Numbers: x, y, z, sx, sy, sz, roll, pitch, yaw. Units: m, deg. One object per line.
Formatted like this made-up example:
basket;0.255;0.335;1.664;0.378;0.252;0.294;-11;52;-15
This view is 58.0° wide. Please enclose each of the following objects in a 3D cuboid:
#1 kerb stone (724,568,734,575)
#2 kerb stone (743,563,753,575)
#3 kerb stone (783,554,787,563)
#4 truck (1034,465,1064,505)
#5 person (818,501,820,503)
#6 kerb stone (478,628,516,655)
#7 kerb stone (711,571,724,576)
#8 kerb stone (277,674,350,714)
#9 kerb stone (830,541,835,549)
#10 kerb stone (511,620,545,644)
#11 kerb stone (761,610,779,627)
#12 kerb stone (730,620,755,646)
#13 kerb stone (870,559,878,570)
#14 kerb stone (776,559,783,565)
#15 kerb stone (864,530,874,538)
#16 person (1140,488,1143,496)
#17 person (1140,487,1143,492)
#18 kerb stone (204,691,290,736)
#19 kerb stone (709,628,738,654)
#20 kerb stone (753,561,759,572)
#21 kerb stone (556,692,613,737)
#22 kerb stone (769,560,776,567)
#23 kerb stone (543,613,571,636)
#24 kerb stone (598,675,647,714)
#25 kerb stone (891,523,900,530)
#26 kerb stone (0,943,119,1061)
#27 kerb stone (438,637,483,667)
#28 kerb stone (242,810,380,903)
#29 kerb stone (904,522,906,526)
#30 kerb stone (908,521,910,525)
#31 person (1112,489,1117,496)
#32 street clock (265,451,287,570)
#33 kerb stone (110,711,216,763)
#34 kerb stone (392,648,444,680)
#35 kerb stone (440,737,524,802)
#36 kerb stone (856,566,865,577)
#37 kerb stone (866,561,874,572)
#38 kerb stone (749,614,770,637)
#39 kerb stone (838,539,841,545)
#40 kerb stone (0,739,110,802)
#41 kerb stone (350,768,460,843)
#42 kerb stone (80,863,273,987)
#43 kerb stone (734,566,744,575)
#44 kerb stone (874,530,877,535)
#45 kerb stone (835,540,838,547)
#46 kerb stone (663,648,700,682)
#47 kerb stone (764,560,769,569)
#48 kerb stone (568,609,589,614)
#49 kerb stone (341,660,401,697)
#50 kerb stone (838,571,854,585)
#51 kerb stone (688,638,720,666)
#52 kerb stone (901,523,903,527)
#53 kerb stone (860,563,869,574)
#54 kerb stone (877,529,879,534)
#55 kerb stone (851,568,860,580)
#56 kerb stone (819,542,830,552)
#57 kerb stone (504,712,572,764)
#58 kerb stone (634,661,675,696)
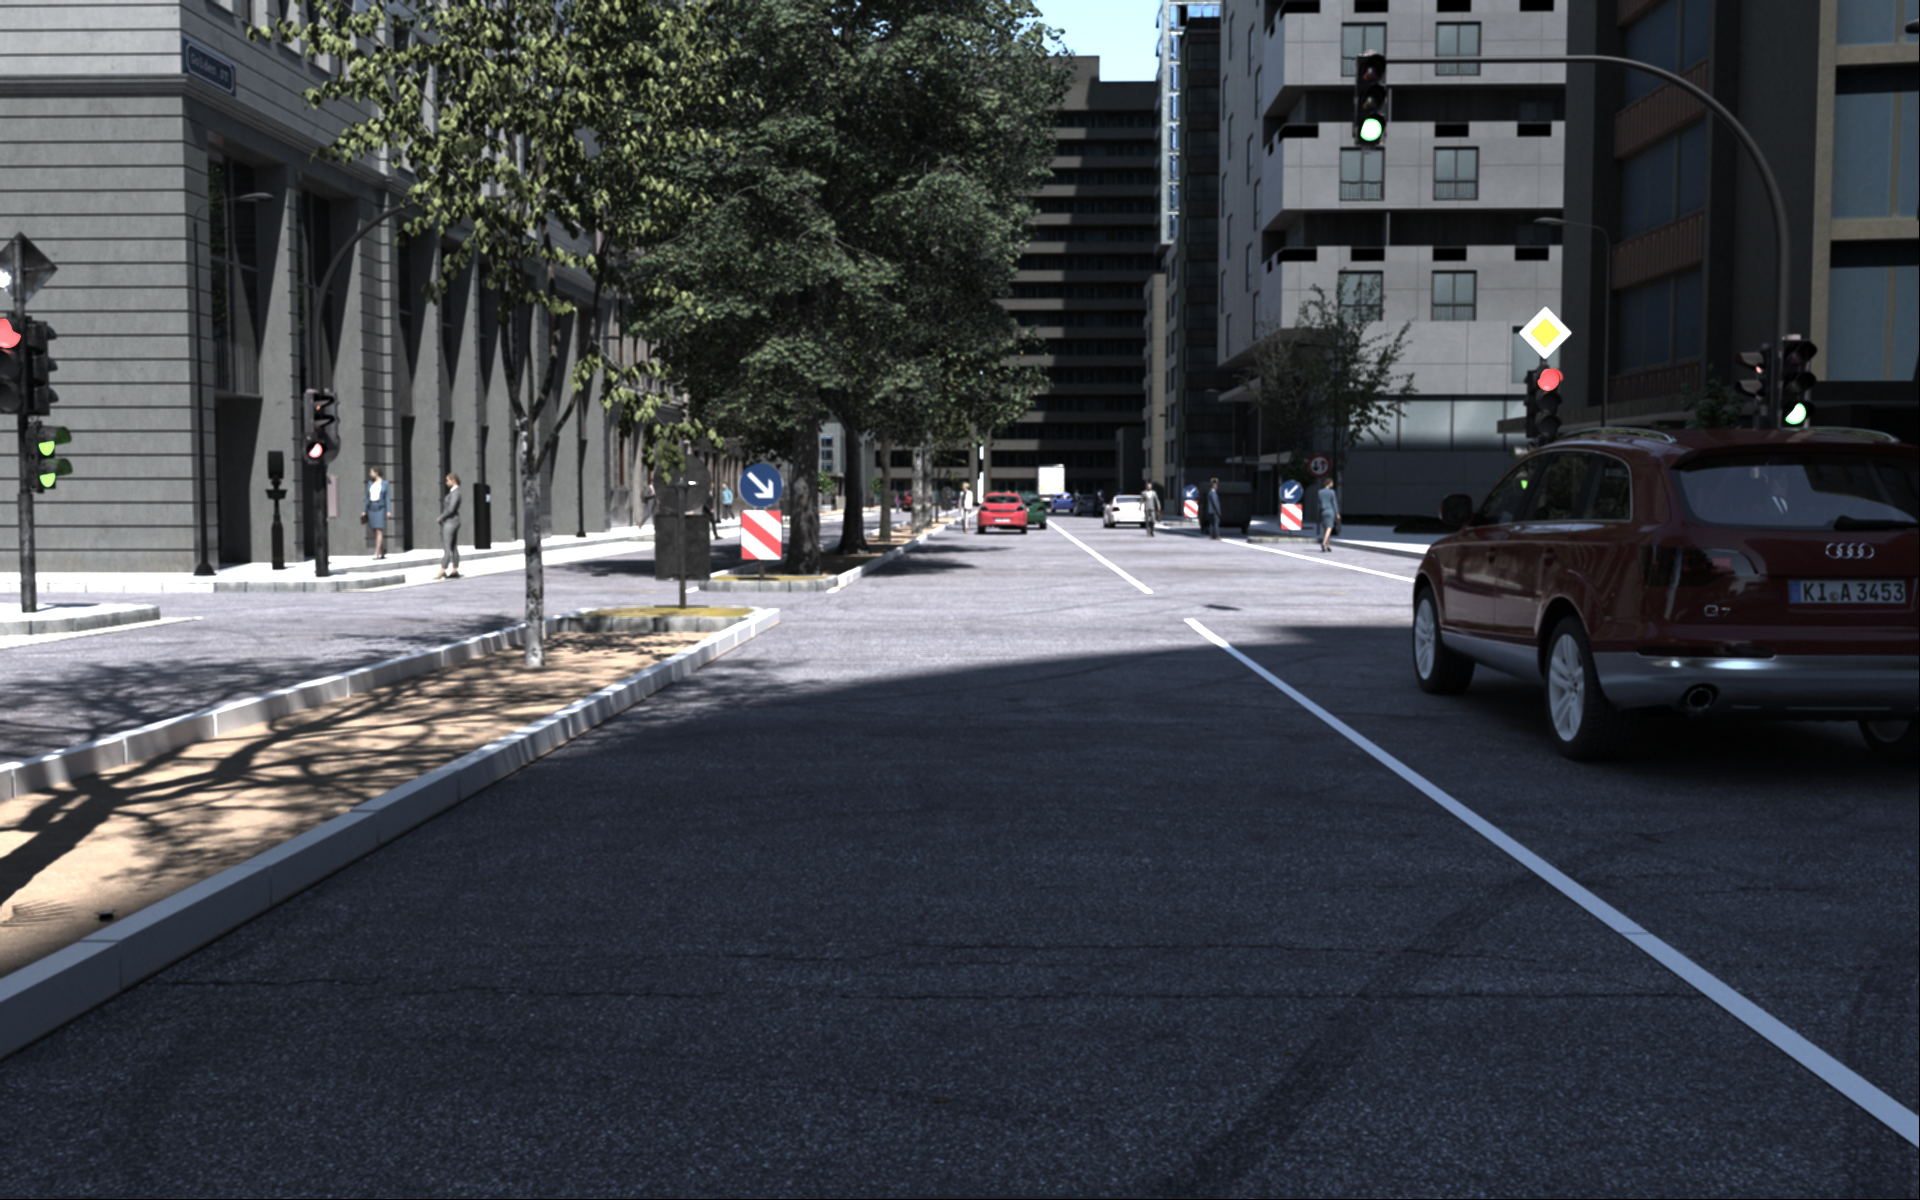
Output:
kerb stone;-3.912;-0.392;28.609;0.120;0.150;1.000;0;4;2
kerb stone;-3.845;-0.518;30.662;0.120;0.150;1.000;0;4;2
kerb stone;-3.705;-0.831;35.800;0.120;0.150;1.000;0;4;2
truck;8.845;-11.146;171.153;2.839;4.237;11.283;0;4;1
person;-9.659;-6.328;112.765;1.065;1.426;0.557;-1;4;-15
kerb stone;-4.273;0.392;15.781;0.120;0.150;1.000;0;4;2
kerb stone;-3.936;-0.330;27.587;0.120;0.150;1.000;0;4;2
kerb stone;-4.387;0.643;11.688;0.120;0.150;1.000;0;4;2
kerb stone;-3.438;-1.393;45.016;0.120;0.150;1.000;0;4;2
kerb stone;-4.252;0.329;16.811;0.120;0.150;1.000;0;4;2
kerb stone;-2.088;0.212;18.814;0.120;0.150;1.000;0;4;2
kerb stone;-2.145;0.333;16.759;0.120;0.150;1.000;0;4;2
kerb stone;-1.690;-0.640;32.657;0.120;0.150;1.000;0;4;2
kerb stone;-3.735;-0.763;34.776;0.120;0.150;1.000;0;4;2
kerb stone;-3.069;-2.209;58.315;0.120;0.150;1.000;0;4;2
person;14.305;-7.862;135.302;0.721;1.736;1.217;-1;4;-14
person;14.506;-8.072;138.038;0.705;1.821;1.348;1;4;13
kerb stone;-4.410;0.705;10.663;0.120;0.150;1.000;0;4;2
kerb stone;-2.176;0.395;15.736;0.120;0.150;1.000;0;4;2
kerb stone;-3.825;-0.579;31.685;0.120;0.150;1.000;0;4;2
kerb stone;-2.316;0.709;10.608;0.120;0.150;1.000;0;4;2
kerb stone;-3.768;-0.706;33.746;0.120;0.150;1.000;0;4;2
kerb stone;-4.216;0.270;17.841;0.120;0.150;1.000;0;4;2
kerb stone;-2.285;0.649;11.630;0.120;0.150;1.000;0;4;2
kerb stone;-2.689;-3.023;71.626;0.120;0.150;1.000;0;4;2
kerb stone;-2.480;1.085;4.461;0.120;0.150;1.000;0;4;2
kerb stone;-4.299;0.455;14.753;0.120;0.150;1.000;0;4;2
kerb stone;-2.433;0.964;6.506;0.120;0.150;1.000;0;4;2
kerb stone;-2.573;-3.273;75.713;0.120;0.150;1.000;0;4;2
kerb stone;-2.491;-3.462;78.800;0.120;0.150;1.000;0;4;2
person;15.104;-9.858;167.752;0.750;1.759;0.617;-2;4;-25
street clock;-11.520;-1.507;29.205;0.358;2.002;0.471;-1;4;-18
kerb stone;-4.443;0.768;9.641;0.120;0.150;1.000;0;4;2
kerb stone;-4.331;0.518;13.731;0.120;0.150;1.000;0;4;2
kerb stone;-2.368;0.834;8.559;0.120;0.150;1.000;0;4;2
kerb stone;-1.773;-0.444;29.582;0.120;0.150;1.000;0;4;2
kerb stone;-1.716;-0.570;31.631;0.120;0.150;1.000;0;4;2
kerb stone;-2.106;0.275;17.792;0.120;0.150;1.000;0;4;2
kerb stone;-3.377;-1.521;47.059;0.120;0.150;1.000;0;4;2
kerb stone;-4.476;0.836;8.620;0.120;0.150;1.000;0;4;2
kerb stone;-2.406;0.896;7.538;0.120;0.150;1.000;0;4;2
kerb stone;-2.459;1.022;5.484;0.120;0.150;1.000;0;4;2
kerb stone;-3.884;-0.452;29.638;0.120;0.150;1.000;0;4;2
kerb stone;-3.039;-2.272;59.336;0.120;0.150;1.000;0;4;2
kerb stone;-3.417;-1.458;46.038;0.120;0.150;1.000;0;4;2
kerb stone;-2.220;0.521;13.674;0.120;0.150;1.000;0;4;2
kerb stone;-3.788;-0.643;32.715;0.120;0.150;1.000;0;4;2
kerb stone;-4.178;0.204;18.862;0.120;0.150;1.000;0;4;2
kerb stone;-4.357;0.580;12.710;0.120;0.150;1.000;0;4;2
kerb stone;-1.836;-0.326;27.528;0.120;0.150;1.000;0;4;2
kerb stone;-2.204;0.458;14.703;0.120;0.150;1.000;0;4;2
kerb stone;-2.628;-3.148;73.670;0.120;0.150;1.000;0;4;2
kerb stone;-1.752;-0.515;30.609;0.120;0.150;1.000;0;4;2
kerb stone;-3.013;-2.329;60.359;0.120;0.150;1.000;0;4;2
kerb stone;-1.801;-0.389;28.550;0.120;0.150;1.000;0;4;2
kerb stone;-3.472;-1.333;43.994;0.120;0.150;1.000;0;4;2
kerb stone;-2.346;0.774;9.584;0.120;0.150;1.000;0;4;2
kerb stone;-2.256;0.587;12.652;0.120;0.150;1.000;0;4;2
